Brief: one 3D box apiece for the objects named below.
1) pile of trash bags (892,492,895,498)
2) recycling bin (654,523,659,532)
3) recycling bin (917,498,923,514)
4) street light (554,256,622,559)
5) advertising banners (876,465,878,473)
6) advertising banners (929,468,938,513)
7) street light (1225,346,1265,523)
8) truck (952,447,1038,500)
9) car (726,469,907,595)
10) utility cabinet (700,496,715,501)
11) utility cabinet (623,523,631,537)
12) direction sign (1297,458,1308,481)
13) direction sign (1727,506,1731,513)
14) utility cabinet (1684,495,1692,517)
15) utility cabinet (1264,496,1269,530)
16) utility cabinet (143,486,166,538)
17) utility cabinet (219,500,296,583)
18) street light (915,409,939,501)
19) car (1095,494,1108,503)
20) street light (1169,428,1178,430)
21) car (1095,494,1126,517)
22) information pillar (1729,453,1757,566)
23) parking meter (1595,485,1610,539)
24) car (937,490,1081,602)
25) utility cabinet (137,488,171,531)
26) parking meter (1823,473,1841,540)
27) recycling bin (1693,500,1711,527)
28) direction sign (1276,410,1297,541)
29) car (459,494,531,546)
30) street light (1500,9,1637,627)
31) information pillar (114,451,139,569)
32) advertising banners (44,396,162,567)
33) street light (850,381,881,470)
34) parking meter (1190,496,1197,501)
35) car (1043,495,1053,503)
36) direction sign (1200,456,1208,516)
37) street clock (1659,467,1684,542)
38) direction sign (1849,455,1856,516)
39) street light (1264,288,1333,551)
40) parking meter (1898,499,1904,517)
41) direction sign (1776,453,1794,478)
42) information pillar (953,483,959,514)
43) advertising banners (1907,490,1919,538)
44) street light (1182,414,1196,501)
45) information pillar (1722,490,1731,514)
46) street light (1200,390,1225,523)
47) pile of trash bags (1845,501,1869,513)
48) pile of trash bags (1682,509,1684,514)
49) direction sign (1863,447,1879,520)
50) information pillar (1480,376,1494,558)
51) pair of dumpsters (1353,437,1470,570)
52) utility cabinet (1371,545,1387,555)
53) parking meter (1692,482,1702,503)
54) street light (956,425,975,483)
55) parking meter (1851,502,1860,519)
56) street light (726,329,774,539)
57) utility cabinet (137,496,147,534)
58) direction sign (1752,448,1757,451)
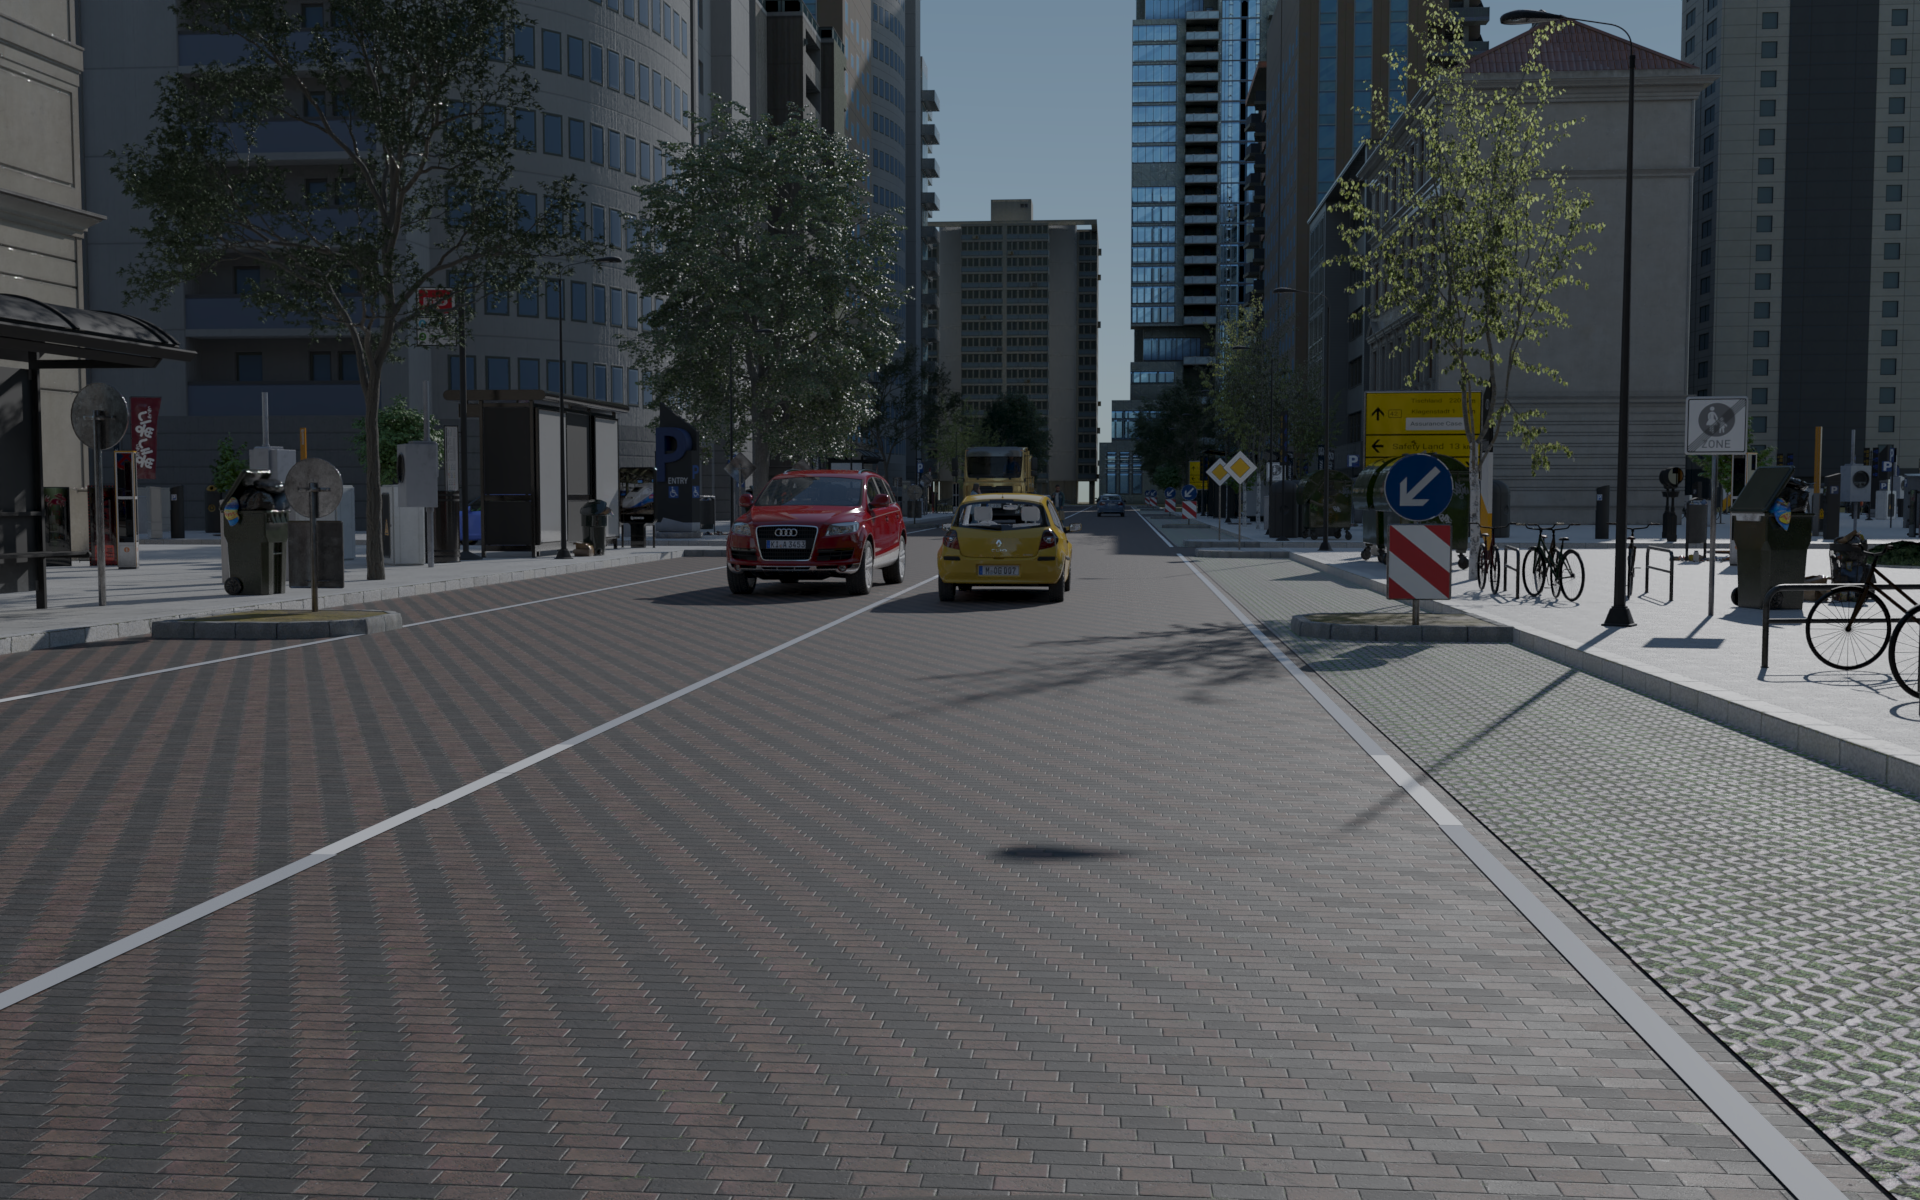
[{"bbox_3d":[-4.205,-4.622,85.322,1.912,1.369,3.447,2,4,29],"label":"pile of trash bags"},{"bbox_3d":[-9.553,-2.709,56.851,0.722,1.027,0.722,2,4,27],"label":"recycling bin"},{"bbox_3d":[-2.790,-5.813,107.600,0.722,1.027,0.722,3,4,36],"label":"recycling bin"},{"bbox_3d":[-7.301,-3.761,34.031,1.470,5.913,1.316,0,4,5],"label":"street light"},{"bbox_3d":[-5.186,-6.693,105.618,0.090,3.025,2.074,-1,4,-11],"label":"advertising banners"},{"bbox_3d":[-1.785,-7.292,115.404,0.090,3.025,2.074,-1,4,-16],"label":"advertising banners"},{"bbox_3d":[9.221,-5.004,54.361,1.470,5.913,1.316,0,4,5],"label":"street light"},{"bbox_3d":[1.681,-4.736,73.359,3.469,3.379,9.791,0,4,5],"label":"truck"},{"bbox_3d":[-2.090,-1.085,26.415,2.281,1.827,5.304,0,4,7],"label":"car"},{"bbox_3d":[-10.516,-3.715,71.897,0.306,1.237,1.020,1,4,20],"label":"utility cabinet"},{"bbox_3d":[-9.875,-2.509,52.191,0.306,1.237,1.020,0,4,3],"label":"utility cabinet"},{"bbox_3d":[21.745,-7.227,110.154,0.876,3.537,0.379,3,5,43],"label":"direction sign"},{"bbox_3d":[51.497,-7.575,115.844,0.379,3.537,0.876,0,4,-7],"label":"direction sign"},{"bbox_3d":[40.629,-5.217,96.455,0.306,1.237,1.020,3,5,40],"label":"utility cabinet"},{"bbox_3d":[11.415,-3.113,62.058,1.020,1.237,0.306,2,4,31],"label":"utility cabinet"},{"bbox_3d":[-23.310,-2.535,50.132,0.318,1.500,1.173,-2,4,-30],"label":"utility cabinet"},{"bbox_3d":[-10.235,-0.863,25.279,0.306,1.237,1.020,3,5,41],"label":"utility cabinet"},{"bbox_3d":[-1.820,-7.403,93.573,1.470,5.913,1.316,0,4,5],"label":"street light"},{"bbox_3d":[14.347,-9.699,170.374,2.131,1.459,4.920,0,4,4],"label":"car"},{"bbox_3d":[15.486,-9.173,122.523,1.470,5.913,1.316,0,4,5],"label":"street light"},{"bbox_3d":[9.644,-6.040,110.755,2.014,1.417,4.499,0,4,4],"label":"car"},{"bbox_3d":[13.959,-1.613,30.873,0.304,2.012,0.304,-2,4,-33],"label":"information pillar"},{"bbox_3d":[18.328,-2.508,49.410,0.372,1.533,0.369,0,3,0],"label":"parking meter"},{"bbox_3d":[0.692,-0.873,24.495,2.015,1.641,3.980,0,4,5],"label":"car"},{"bbox_3d":[-27.571,-3.079,59.021,1.173,1.500,0.318,-3,5,-45],"label":"utility cabinet"},{"bbox_3d":[24.521,-2.632,48.739,0.399,1.863,0.255,0,4,5],"label":"parking meter"},{"bbox_3d":[29.438,-3.427,68.580,0.722,1.027,0.722,2,4,29],"label":"recycling bin"},{"bbox_3d":[8.843,-3.387,47.369,0.379,3.537,0.876,0,4,-2],"label":"direction sign"},{"bbox_3d":[-12.558,-2.288,47.003,3.694,1.707,1.945,0,4,5],"label":"car"},{"bbox_3d":[5.882,-2.704,16.745,1.470,5.913,1.316,0,4,5],"label":"street light"},{"bbox_3d":[-14.223,-1.534,29.570,0.304,2.012,0.304,-1,4,-18],"label":"information pillar"},{"bbox_3d":[-15.324,-2.121,30.872,2.074,3.025,0.090,-1,4,-20],"label":"advertising banners"},{"bbox_3d":[-3.938,-6.037,71.240,1.470,5.913,1.316,0,4,5],"label":"street light"},{"bbox_3d":[13.956,-5.820,103.572,0.372,1.533,0.369,0,3,0],"label":"parking meter"},{"bbox_3d":[6.709,-7.870,141.035,2.083,1.381,4.827,0,4,5],"label":"car"},{"bbox_3d":[14.392,-6.746,102.296,0.379,3.537,0.876,3,4,38],"label":"direction sign"},{"bbox_3d":[19.138,-2.565,46.504,0.471,2.002,0.358,-1,4,-11],"label":"street clock"},{"bbox_3d":[51.376,-6.583,99.628,0.379,3.537,0.876,3,4,37],"label":"direction sign"},{"bbox_3d":[7.740,-4.072,39.112,1.470,5.913,1.316,0,4,5],"label":"street light"},{"bbox_3d":[52.058,-5.507,95.746,0.255,1.863,0.399,0,4,7],"label":"parking meter"},{"bbox_3d":[45.954,-6.394,96.540,0.876,3.537,0.379,3,4,39],"label":"direction sign"},{"bbox_3d":[-0.269,-6.648,113.186,0.304,2.012,0.304,3,4,38],"label":"information pillar"},{"bbox_3d":[28.163,-3.329,50.609,0.090,3.025,2.074,1,4,9],"label":"advertising banners"},{"bbox_3d":[13.542,-7.806,100.174,1.470,5.913,1.316,0,4,5],"label":"street light"},{"bbox_3d":[49.729,-7.398,112.316,0.504,3.616,0.183,0,4,5],"label":"information pillar"},{"bbox_3d":[11.455,-6.410,77.347,1.470,5.913,1.316,0,4,5],"label":"street light"},{"bbox_3d":[60.341,-6.502,116.062,1.912,1.369,3.447,2,4,26],"label":"pile of trash bags"},{"bbox_3d":[46.486,-6.308,112.884,1.912,1.369,3.447,0,4,-2],"label":"pile of trash bags"},{"bbox_3d":[44.384,-5.654,84.445,0.379,3.537,0.876,-1,4,-20],"label":"direction sign"},{"bbox_3d":[10.535,-2.645,34.607,0.183,3.616,0.504,0,4,-1],"label":"information pillar"},{"bbox_3d":[8.220,-1.771,31.450,1.574,2.255,4.437,0,4,5],"label":"pair of dumpsters"},{"bbox_3d":[8.861,-1.692,36.338,0.318,1.500,1.173,1,4,23],"label":"utility cabinet"},{"bbox_3d":[35.243,-4.719,82.868,0.255,1.863,0.399,-1,4,-17],"label":"parking meter"},{"bbox_3d":[0.284,-8.826,116.839,1.470,5.913,1.316,0,4,5],"label":"street light"},{"bbox_3d":[46.119,-5.103,89.138,0.255,1.863,0.399,0,4,-3],"label":"parking meter"},{"bbox_3d":[-5.923,-4.670,48.895,1.470,5.913,1.316,0,4,5],"label":"street light"},{"bbox_3d":[-26.459,-2.748,56.087,0.306,1.237,1.020,1,4,19],"label":"utility cabinet"},{"bbox_3d":[39.081,-5.750,86.016,0.379,3.537,0.876,-3,4,-38],"label":"direction sign"}]
